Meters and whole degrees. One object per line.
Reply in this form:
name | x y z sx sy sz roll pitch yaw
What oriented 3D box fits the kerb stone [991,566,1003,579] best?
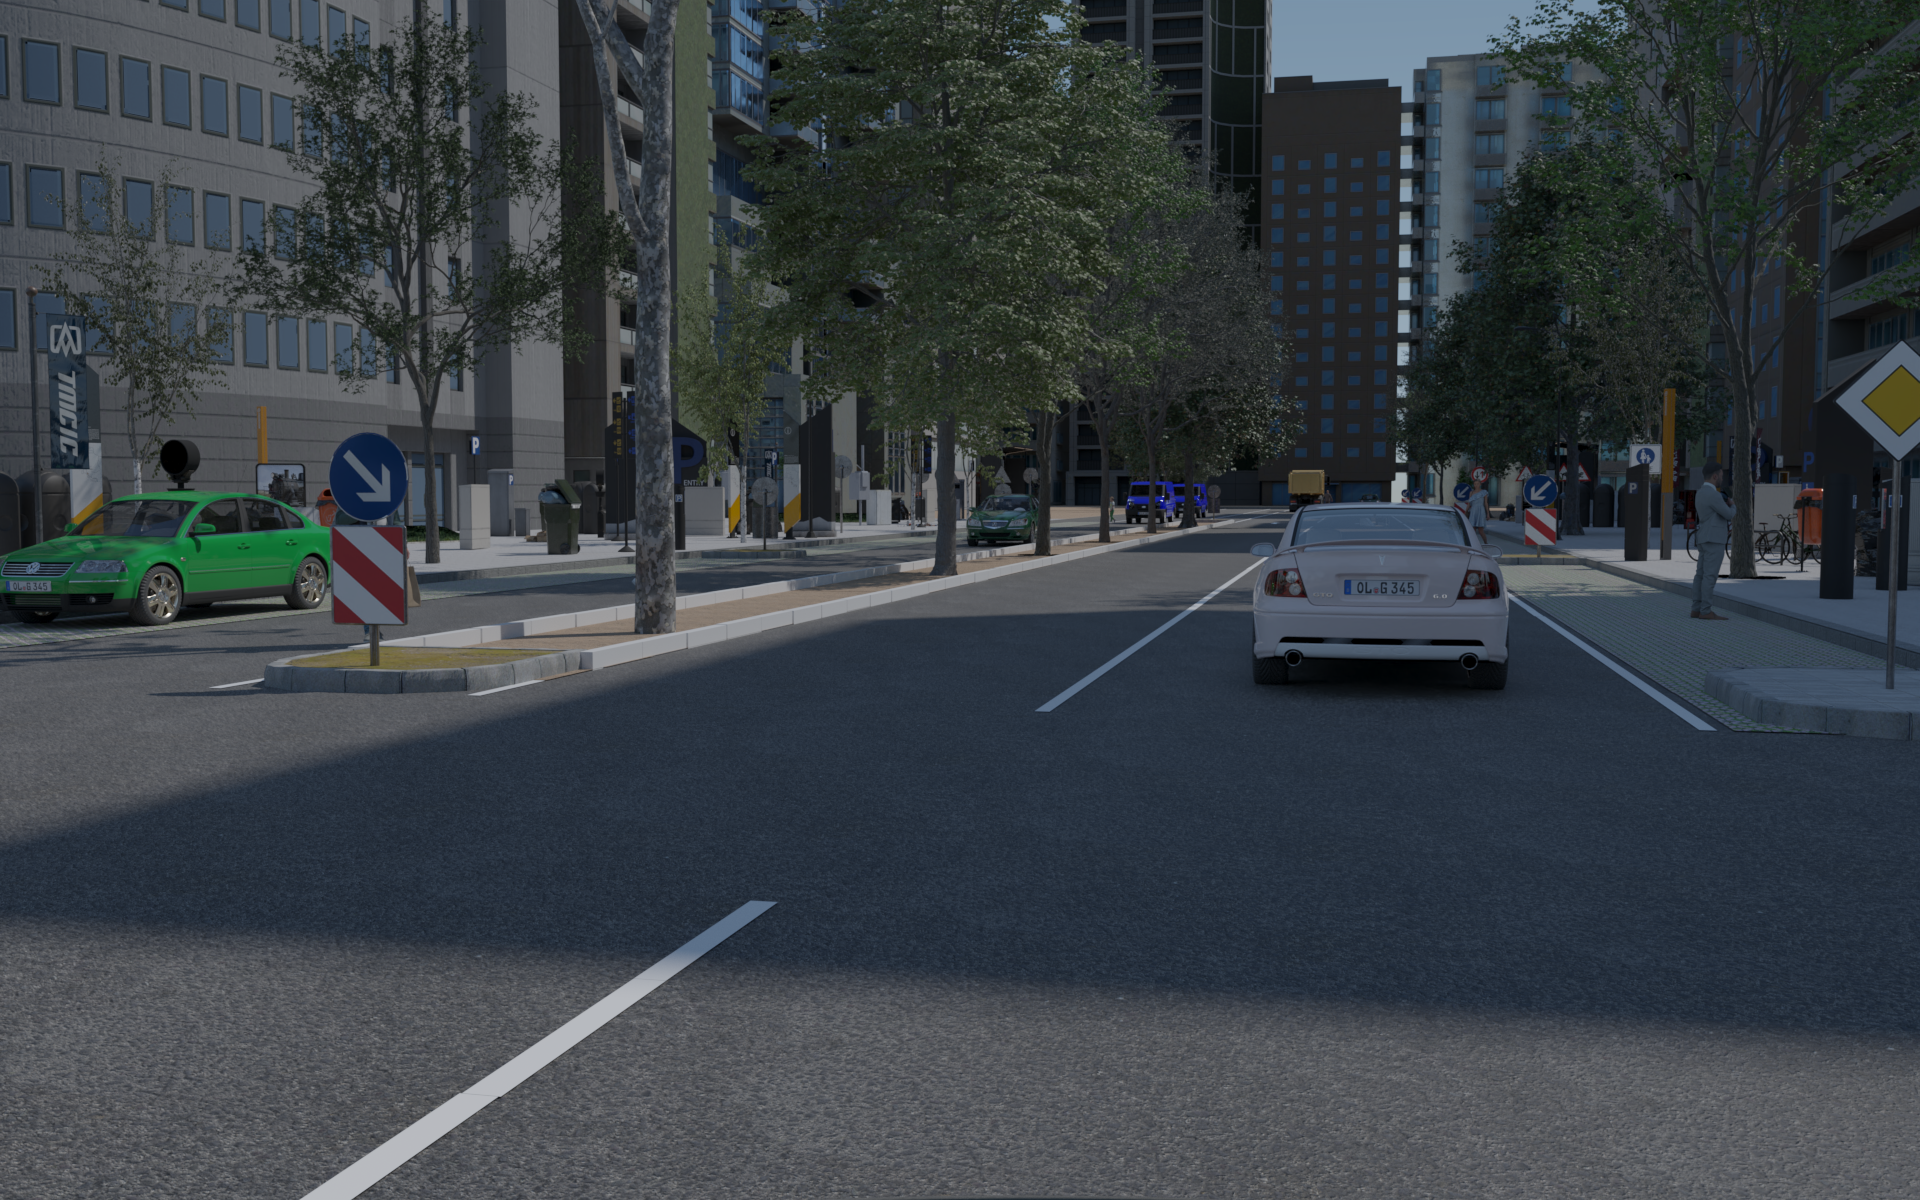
kerb stone | 0.528 -0.446 29.542 0.120 0.150 1.000 1 4 13

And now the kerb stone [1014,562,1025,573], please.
kerb stone | 0.984 -0.572 31.542 0.120 0.150 1.000 1 4 13

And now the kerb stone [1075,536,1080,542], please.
kerb stone | 3.335 -1.764 51.034 0.120 0.150 1.000 1 4 13

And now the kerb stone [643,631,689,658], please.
kerb stone | -2.705 0.408 15.560 0.120 0.150 1.000 1 4 13

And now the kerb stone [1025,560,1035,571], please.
kerb stone | 1.217 -0.633 32.538 0.120 0.150 1.000 1 4 13

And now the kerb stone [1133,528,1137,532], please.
kerb stone | 6.323 -2.558 64.011 0.120 0.150 1.000 1 4 13

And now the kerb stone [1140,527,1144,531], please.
kerb stone | 6.787 -2.680 66.017 0.120 0.150 1.000 1 4 13

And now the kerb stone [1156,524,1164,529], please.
kerb stone | 8.397 -3.107 72.994 0.120 0.150 1.000 1 4 13

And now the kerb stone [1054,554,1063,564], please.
kerb stone | 1.918 -0.815 35.540 0.120 0.150 1.000 1 4 13

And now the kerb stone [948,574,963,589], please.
kerb stone | -0.164 -0.265 26.536 0.120 0.150 1.000 1 4 13

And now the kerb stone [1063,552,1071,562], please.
kerb stone | 2.143 -0.878 36.558 0.120 0.150 1.000 1 4 13

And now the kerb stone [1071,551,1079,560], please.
kerb stone | 2.379 -0.939 37.552 0.120 0.150 1.000 1 4 13

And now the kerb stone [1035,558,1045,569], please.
kerb stone | 1.449 -0.692 33.547 0.120 0.150 1.000 1 4 13

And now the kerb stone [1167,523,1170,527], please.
kerb stone | 8.868 -3.229 74.997 0.120 0.150 1.000 1 4 13

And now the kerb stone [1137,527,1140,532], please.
kerb stone | 6.554 -2.616 65.014 0.120 0.150 1.000 1 4 13

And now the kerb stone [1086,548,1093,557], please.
kerb stone | 2.841 -1.061 39.547 0.120 0.150 1.000 1 4 13

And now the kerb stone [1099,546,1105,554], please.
kerb stone | 3.290 -1.183 41.545 0.120 0.150 1.000 1 4 13

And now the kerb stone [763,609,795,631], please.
kerb stone | -2.013 0.223 18.549 0.120 0.150 1.000 1 4 13

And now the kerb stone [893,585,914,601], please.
kerb stone | -0.850 -0.082 23.537 0.120 0.150 1.000 1 4 13

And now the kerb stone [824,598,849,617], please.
kerb stone | -1.543 0.102 20.550 0.120 0.150 1.000 1 4 13

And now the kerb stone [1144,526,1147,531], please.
kerb stone | 7.019 -2.741 67.012 0.120 0.150 1.000 1 4 13

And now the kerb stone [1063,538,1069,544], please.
kerb stone | 2.873 -1.638 49.029 0.120 0.150 1.000 1 4 13

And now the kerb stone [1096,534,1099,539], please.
kerb stone | 4.254 -2.008 55.018 0.120 0.150 1.000 1 4 13

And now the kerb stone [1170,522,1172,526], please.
kerb stone | 9.092 -3.291 76.007 0.120 0.150 1.000 1 4 13

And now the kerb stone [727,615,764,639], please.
kerb stone | -2.237 0.284 17.552 0.120 0.150 1.000 1 4 13

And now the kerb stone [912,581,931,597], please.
kerb stone | -0.625 -0.143 24.534 0.120 0.150 1.000 1 4 13

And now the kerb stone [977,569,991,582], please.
kerb stone | 0.301 -0.388 28.536 0.120 0.150 1.000 1 4 13

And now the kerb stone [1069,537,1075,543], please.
kerb stone | 3.103 -1.703 50.038 0.120 0.150 1.000 1 4 13

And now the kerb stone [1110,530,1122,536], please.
kerb stone | 5.403 -2.313 60.017 0.120 0.150 1.000 1 4 13

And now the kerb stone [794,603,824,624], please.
kerb stone | -1.773 0.162 19.546 0.120 0.150 1.000 1 4 13

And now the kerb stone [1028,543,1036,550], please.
kerb stone | 1.717 -1.335 44.035 0.120 0.150 1.000 1 4 13

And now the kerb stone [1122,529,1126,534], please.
kerb stone | 5.625 -2.372 61.023 0.120 0.150 1.000 1 4 13

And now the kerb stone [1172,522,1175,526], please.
kerb stone | 9.328 -3.353 77.021 0.120 0.150 1.000 1 4 13

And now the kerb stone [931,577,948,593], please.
kerb stone | -0.395 -0.204 25.531 0.120 0.150 1.000 1 4 13

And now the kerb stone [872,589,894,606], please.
kerb stone | -1.084 -0.020 22.542 0.120 0.150 1.000 1 4 13

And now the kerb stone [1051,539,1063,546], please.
kerb stone | 2.639 -1.580 48.027 0.120 0.150 1.000 1 4 13

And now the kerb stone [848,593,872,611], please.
kerb stone | -1.316 0.040 21.546 0.120 0.150 1.000 1 4 13

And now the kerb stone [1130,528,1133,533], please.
kerb stone | 6.092 -2.497 63.015 0.120 0.150 1.000 1 4 13

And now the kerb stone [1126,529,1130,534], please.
kerb stone | 5.870 -2.436 62.017 0.120 0.150 1.000 1 4 13

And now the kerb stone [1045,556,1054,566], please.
kerb stone | 1.680 -0.755 34.542 0.120 0.150 1.000 1 4 13

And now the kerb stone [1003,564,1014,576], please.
kerb stone | 0.756 -0.510 30.538 0.120 0.150 1.000 1 4 13

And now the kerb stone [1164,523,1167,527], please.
kerb stone | 8.632 -3.168 73.990 0.120 0.150 1.000 1 4 13

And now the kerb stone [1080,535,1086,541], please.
kerb stone | 3.563 -1.822 52.030 0.120 0.150 1.000 1 4 13

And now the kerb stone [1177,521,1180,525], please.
kerb stone | 9.789 -3.471 79.014 0.120 0.150 1.000 1 4 13

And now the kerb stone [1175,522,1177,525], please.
kerb stone | 9.572 -3.414 78.014 0.120 0.150 1.000 1 4 13

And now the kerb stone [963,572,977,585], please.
kerb stone | 0.064 -0.327 27.541 0.120 0.150 1.000 1 4 13

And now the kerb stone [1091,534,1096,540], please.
kerb stone | 4.028 -1.947 54.021 0.120 0.150 1.000 1 4 13

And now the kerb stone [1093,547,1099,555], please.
kerb stone | 3.065 -1.122 40.547 0.120 0.150 1.000 1 4 13

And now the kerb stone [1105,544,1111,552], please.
kerb stone | 3.522 -1.244 42.541 0.120 0.150 1.000 1 4 13

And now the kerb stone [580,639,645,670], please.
kerb stone | -2.928 0.467 14.562 0.120 0.150 1.000 1 4 13

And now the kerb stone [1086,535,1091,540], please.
kerb stone | 3.796 -1.885 53.026 0.120 0.150 1.000 1 4 13

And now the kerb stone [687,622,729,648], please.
kerb stone | -2.466 0.350 16.555 0.120 0.150 1.000 1 4 13

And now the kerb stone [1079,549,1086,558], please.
kerb stone | 2.603 -1.000 38.552 0.120 0.150 1.000 1 4 13
